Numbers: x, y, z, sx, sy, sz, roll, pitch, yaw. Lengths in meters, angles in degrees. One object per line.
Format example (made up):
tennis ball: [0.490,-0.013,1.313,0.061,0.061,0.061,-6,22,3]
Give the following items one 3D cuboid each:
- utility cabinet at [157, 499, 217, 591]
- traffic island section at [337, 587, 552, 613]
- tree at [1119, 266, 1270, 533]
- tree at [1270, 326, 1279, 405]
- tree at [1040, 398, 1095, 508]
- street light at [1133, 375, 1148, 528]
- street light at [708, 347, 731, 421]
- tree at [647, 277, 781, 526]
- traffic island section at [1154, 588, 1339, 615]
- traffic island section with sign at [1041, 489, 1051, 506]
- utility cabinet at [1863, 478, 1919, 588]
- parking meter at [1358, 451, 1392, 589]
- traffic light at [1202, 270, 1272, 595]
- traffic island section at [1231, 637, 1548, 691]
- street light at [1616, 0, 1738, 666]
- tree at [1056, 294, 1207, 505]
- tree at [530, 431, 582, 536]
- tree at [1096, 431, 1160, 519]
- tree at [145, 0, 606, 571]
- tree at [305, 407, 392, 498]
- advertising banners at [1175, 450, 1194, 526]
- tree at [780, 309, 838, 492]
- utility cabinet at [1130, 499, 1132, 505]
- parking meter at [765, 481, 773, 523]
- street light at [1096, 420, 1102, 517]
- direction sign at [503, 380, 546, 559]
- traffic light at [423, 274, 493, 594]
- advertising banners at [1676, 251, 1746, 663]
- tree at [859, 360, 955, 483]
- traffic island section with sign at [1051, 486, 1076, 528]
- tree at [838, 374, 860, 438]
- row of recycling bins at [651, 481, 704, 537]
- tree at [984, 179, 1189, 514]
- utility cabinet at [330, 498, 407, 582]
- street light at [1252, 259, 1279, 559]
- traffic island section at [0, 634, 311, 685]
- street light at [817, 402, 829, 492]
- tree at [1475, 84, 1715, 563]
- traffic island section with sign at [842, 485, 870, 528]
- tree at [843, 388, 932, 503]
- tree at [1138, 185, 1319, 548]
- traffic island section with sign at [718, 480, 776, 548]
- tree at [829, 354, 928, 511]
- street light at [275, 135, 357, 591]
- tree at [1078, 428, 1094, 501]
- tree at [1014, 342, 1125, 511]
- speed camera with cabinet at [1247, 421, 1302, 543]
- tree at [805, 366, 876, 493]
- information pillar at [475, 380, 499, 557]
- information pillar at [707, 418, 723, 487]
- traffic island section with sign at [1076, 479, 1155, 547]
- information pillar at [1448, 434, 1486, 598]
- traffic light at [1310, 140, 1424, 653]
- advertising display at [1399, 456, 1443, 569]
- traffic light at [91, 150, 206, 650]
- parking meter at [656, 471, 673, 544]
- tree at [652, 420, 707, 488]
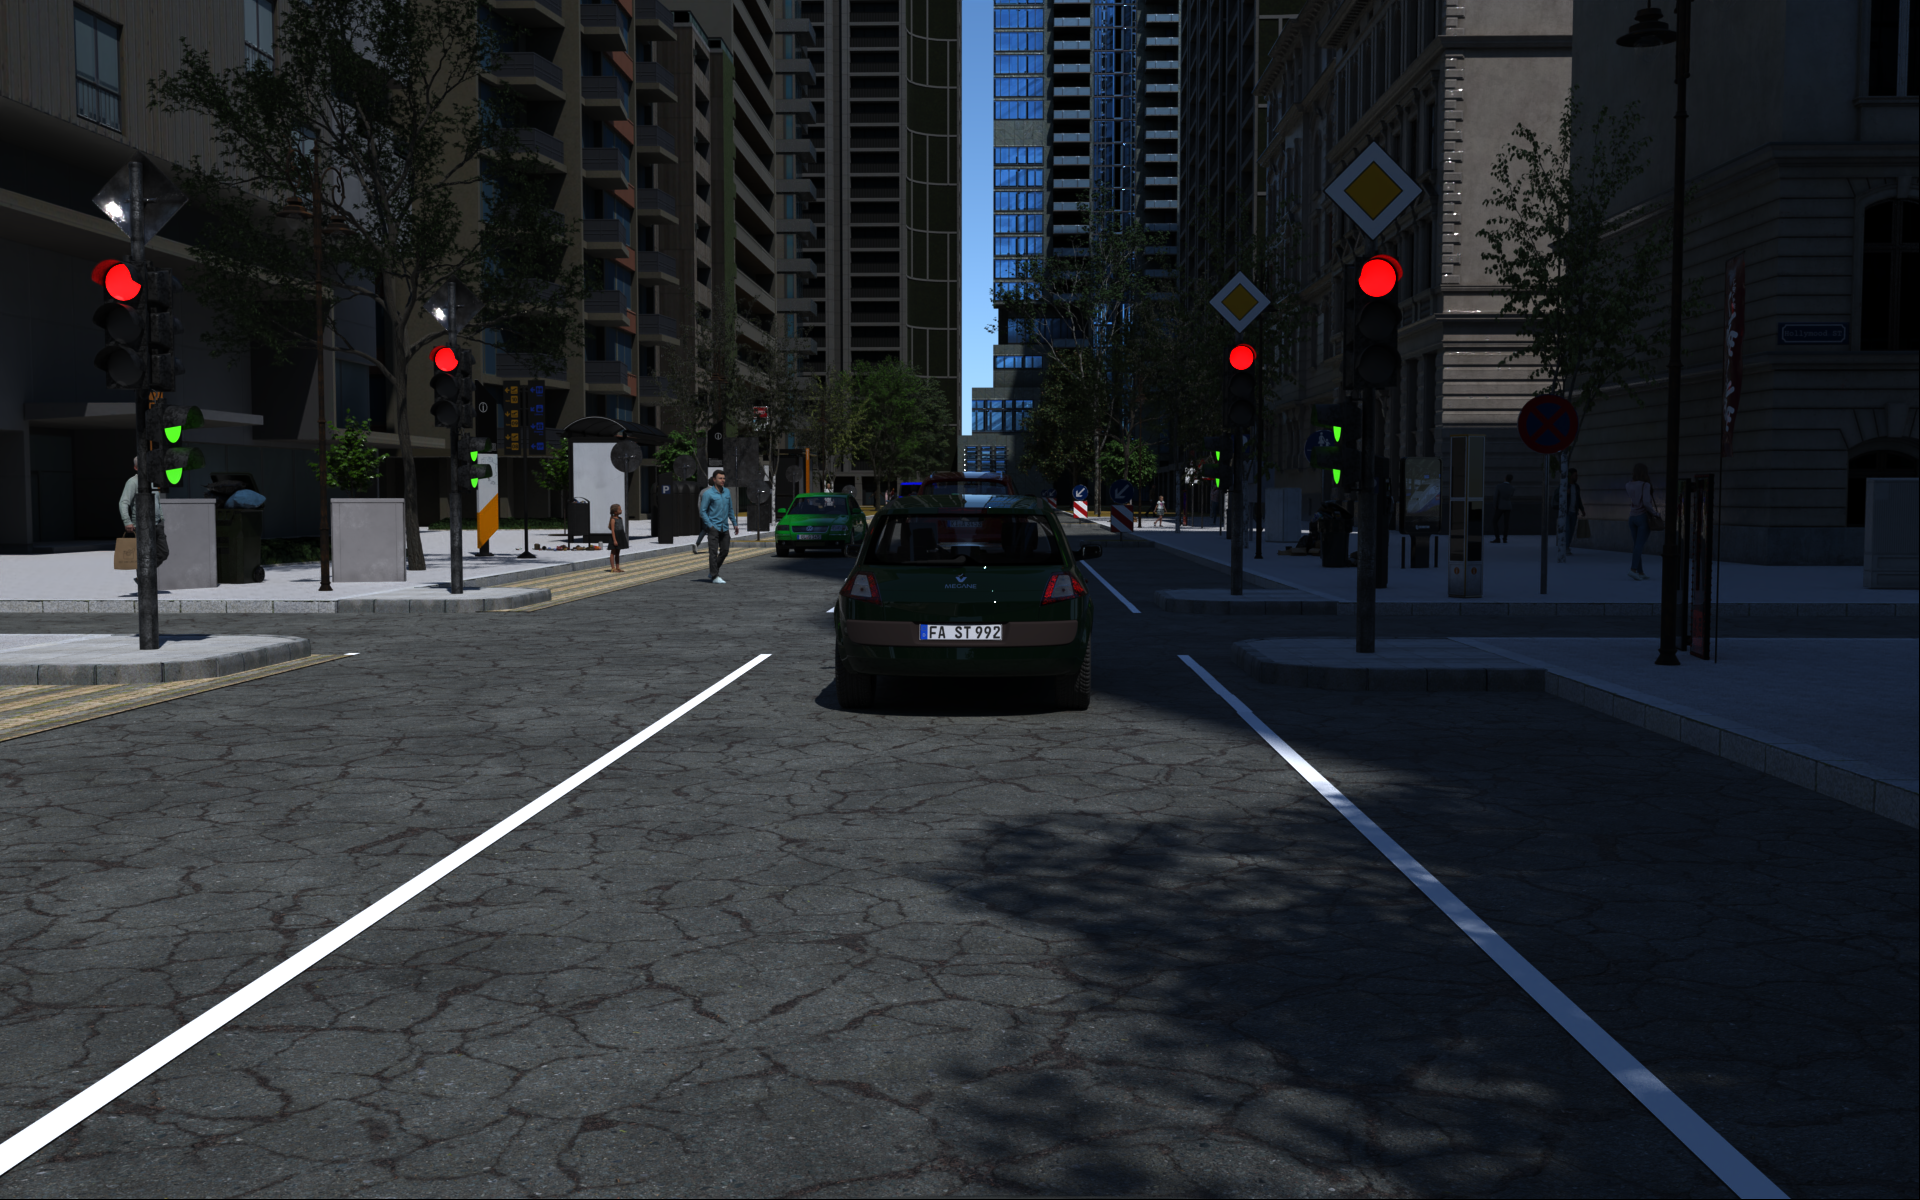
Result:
utility cabinet: [-10.586,-0.750,23.417,0.306,1.237,1.020,2,4,30]
traffic island section: [-6.498,-0.002,22.321,2.009,0.180,2.903,0,4,2]
tree: [7.355,-6.484,56.380,4.360,8.622,3.978,0,3,0]
tree: [9.504,-6.827,61.984,4.360,8.622,3.978,0,3,0]
tree: [10.497,-14.410,161.365,9.928,11.665,9.643,0,3,0]
street light: [6.848,-5.690,65.819,0.468,5.910,1.993,0,4,2]
street light: [-7.584,-5.010,54.703,0.468,5.910,1.993,0,4,2]
tree: [-8.549,-6.646,59.028,4.360,8.622,3.978,0,3,0]
traffic island section: [3.539,0.015,22.028,2.009,0.180,2.903,0,4,2]
traffic island section with sign: [6.481,-7.062,124.092,1.989,1.847,2.006,0,4,2]
utility cabinet: [12.863,-0.896,23.320,1.173,1.500,0.318,0,4,8]
parking meter: [5.648,-1.094,23.602,0.399,1.863,0.255,2,4,33]
traffic light: [3.499,-2.018,21.915,0.839,4.253,0.868,0,4,2]
traffic island section: [3.309,0.504,14.046,2.009,0.180,2.903,0,4,2]
street light: [5.327,-2.451,12.861,0.468,5.910,1.993,0,4,2]
tree: [7.909,-8.960,80.916,7.601,10.594,8.767,1,4,23]
tree: [-12.086,-3.586,53.233,1.663,3.219,1.824,0,3,0]
tree: [8.750,-6.519,90.292,4.285,4.588,4.351,0,3,0]
tree: [-9.485,-5.773,28.807,7.601,10.594,8.767,-1,4,-11]
tree: [-13.592,-2.696,38.679,1.663,3.219,1.824,0,3,0]
advertising banners: [9.031,-4.483,69.484,0.090,3.025,2.074,-1,4,-12]
tree: [-7.570,-7.273,69.279,4.360,8.622,3.978,0,3,0]
utility cabinet: [9.293,-5.191,96.039,0.306,1.237,1.020,0,4,-5]
parking meter: [-8.370,-4.297,75.965,0.255,1.863,0.399,2,4,27]
street light: [7.766,-7.571,96.575,0.468,5.910,1.993,0,4,2]
direction sign: [-8.669,-2.602,34.538,0.876,3.537,0.379,1,4,12]
traffic light: [-6.458,-2.035,22.185,0.839,4.253,0.868,0,4,2]
advertising banners: [5.818,-1.061,13.541,0.090,3.025,2.074,1,4,11]
tree: [-5.099,-15.699,163.335,9.857,13.997,8.962,0,3,0]
traffic island section with sign: [5.060,-4.048,74.814,1.989,1.847,2.006,0,4,2]
tree: [-7.616,-8.802,94.276,4.360,8.622,3.978,0,3,0]
row of recycling bins: [-8.662,-2.839,53.526,1.069,1.692,3.534,0,4,8]
tree: [7.740,-15.362,107.055,12.611,20.169,13.585,0,3,0]
utility cabinet: [-8.654,-0.869,25.362,1.020,1.237,0.306,-1,4,-15]
street light: [5.929,-3.757,34.209,0.468,5.910,1.993,0,4,2]
traffic island section: [-6.728,0.486,14.339,2.009,0.180,2.903,0,4,2]
street light: [-6.743,-6.891,85.448,0.468,5.910,1.993,0,4,2]
tree: [11.491,-5.005,32.192,4.737,8.622,4.395,0,3,0]
traffic island section with sign: [-4.682,-3.990,73.869,1.989,1.847,2.006,0,4,2]
tree: [-6.083,-12.737,142.655,8.767,10.594,7.601,2,4,26]
tree: [6.549,-5.517,40.566,4.737,8.622,4.395,0,3,0]
traffic island section with sign: [-5.465,-2.341,46.905,1.989,1.847,2.006,0,4,2]
tree: [-6.233,-12.490,129.974,9.928,11.665,9.643,0,3,0]
street light: [-8.418,-3.059,22.803,0.468,5.910,1.993,0,4,2]
tree: [10.525,-12.000,146.566,4.360,8.622,3.978,0,3,0]
tree: [8.656,-13.091,131.050,9.611,12.733,9.660,0,3,0]
speed camera with cabinet: [8.404,-3.189,46.469,0.660,3.252,2.038,-1,4,-21]
tree: [-7.237,-9.177,100.410,4.737,8.622,4.395,0,3,0]
information pillar: [-9.753,-2.710,35.662,0.183,3.616,0.504,3,4,38]
information pillar: [-7.539,-3.801,53.504,0.504,3.616,0.183,-1,4,-17]
traffic island section with sign: [4.279,-2.376,47.480,1.989,1.847,2.006,0,4,2]
information pillar: [6.262,-1.035,21.411,0.304,2.012,0.304,-2,4,-28]
traffic light: [3.269,-1.530,13.934,0.839,4.253,0.868,0,4,2]
advertising display: [7.983,-1.516,30.008,0.974,1.923,0.123,-2,4,-34]
traffic light: [-6.688,-1.546,14.203,0.839,4.253,0.868,0,4,2]
parking meter: [-7.604,-2.378,44.588,0.399,1.863,0.255,-1,4,-21]
tree: [-11.991,-5.717,77.188,4.285,4.588,4.351,0,3,0]
